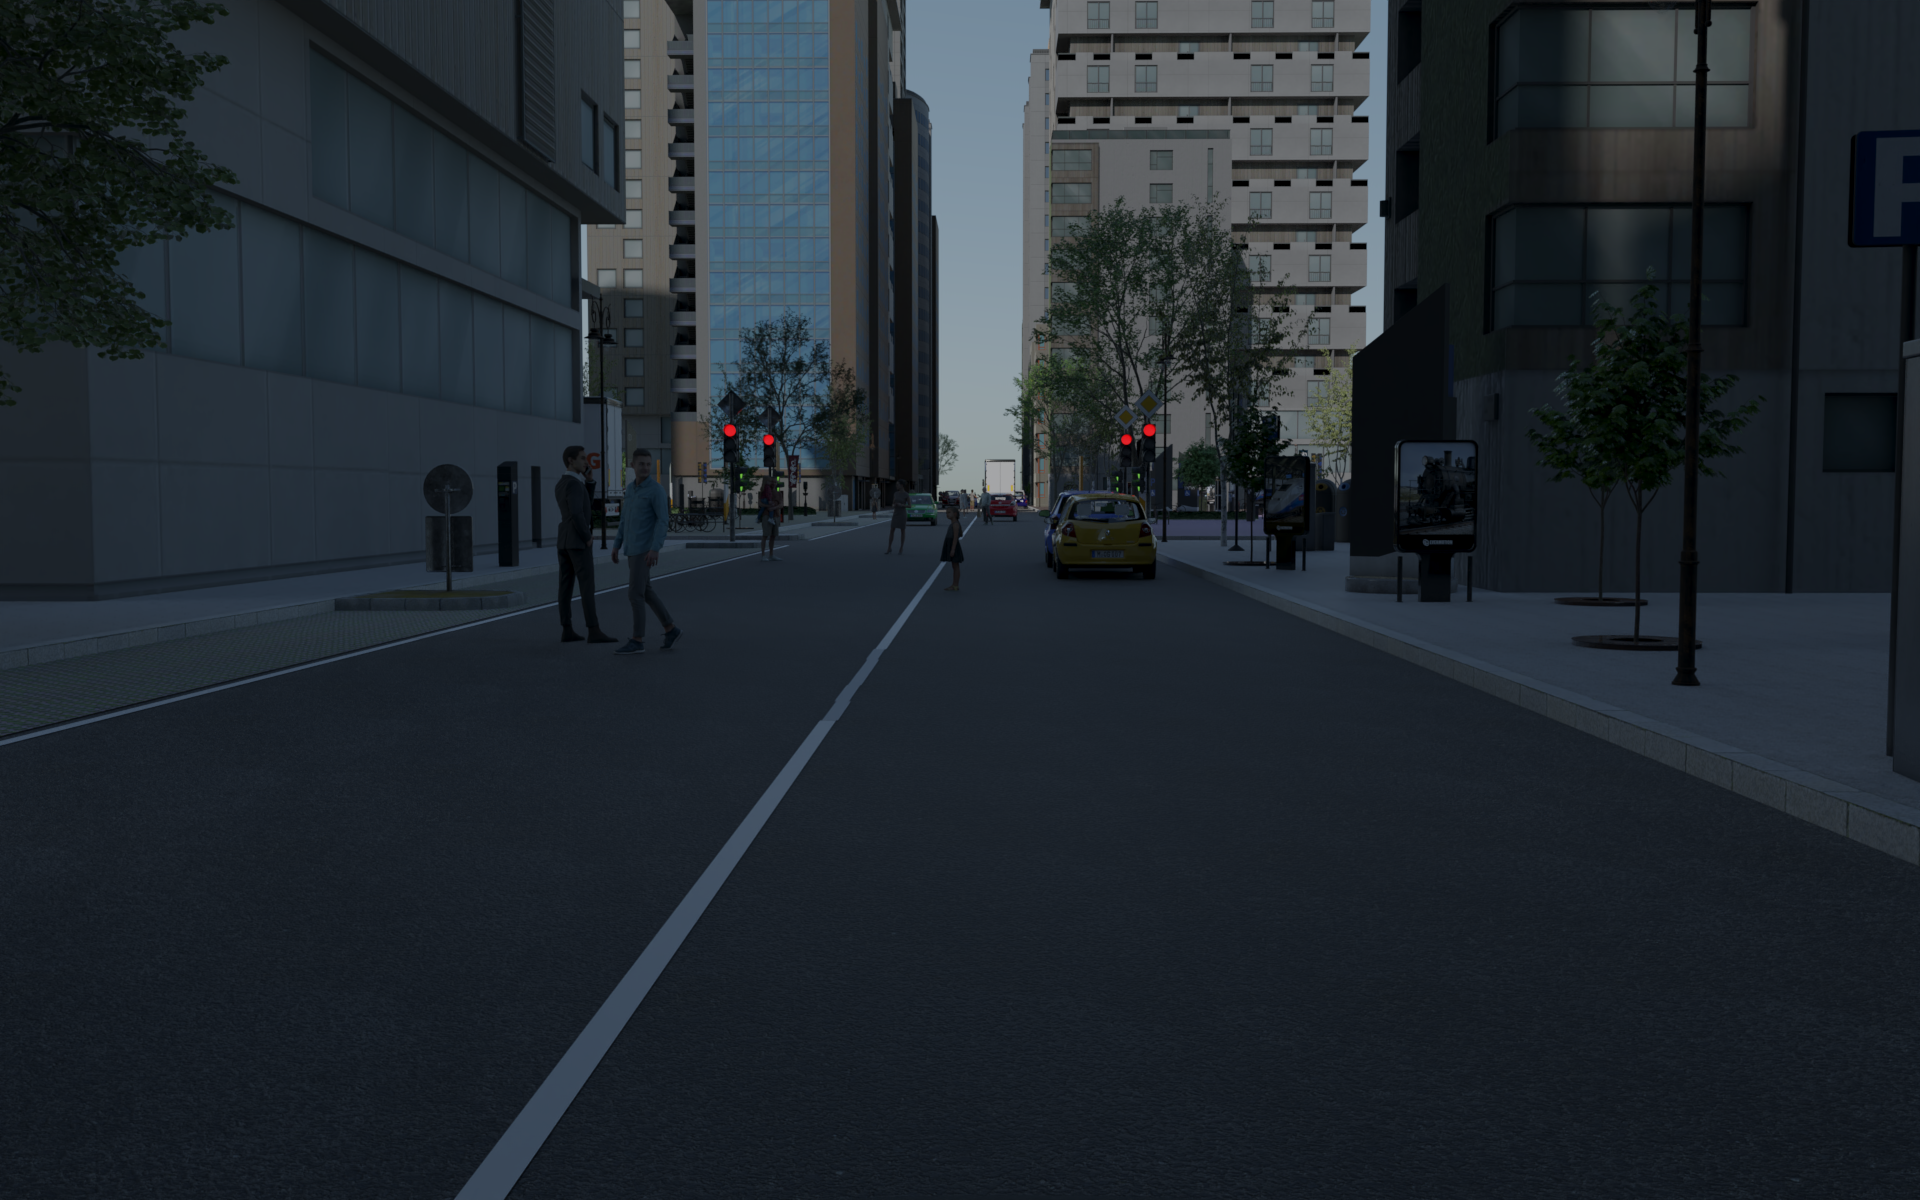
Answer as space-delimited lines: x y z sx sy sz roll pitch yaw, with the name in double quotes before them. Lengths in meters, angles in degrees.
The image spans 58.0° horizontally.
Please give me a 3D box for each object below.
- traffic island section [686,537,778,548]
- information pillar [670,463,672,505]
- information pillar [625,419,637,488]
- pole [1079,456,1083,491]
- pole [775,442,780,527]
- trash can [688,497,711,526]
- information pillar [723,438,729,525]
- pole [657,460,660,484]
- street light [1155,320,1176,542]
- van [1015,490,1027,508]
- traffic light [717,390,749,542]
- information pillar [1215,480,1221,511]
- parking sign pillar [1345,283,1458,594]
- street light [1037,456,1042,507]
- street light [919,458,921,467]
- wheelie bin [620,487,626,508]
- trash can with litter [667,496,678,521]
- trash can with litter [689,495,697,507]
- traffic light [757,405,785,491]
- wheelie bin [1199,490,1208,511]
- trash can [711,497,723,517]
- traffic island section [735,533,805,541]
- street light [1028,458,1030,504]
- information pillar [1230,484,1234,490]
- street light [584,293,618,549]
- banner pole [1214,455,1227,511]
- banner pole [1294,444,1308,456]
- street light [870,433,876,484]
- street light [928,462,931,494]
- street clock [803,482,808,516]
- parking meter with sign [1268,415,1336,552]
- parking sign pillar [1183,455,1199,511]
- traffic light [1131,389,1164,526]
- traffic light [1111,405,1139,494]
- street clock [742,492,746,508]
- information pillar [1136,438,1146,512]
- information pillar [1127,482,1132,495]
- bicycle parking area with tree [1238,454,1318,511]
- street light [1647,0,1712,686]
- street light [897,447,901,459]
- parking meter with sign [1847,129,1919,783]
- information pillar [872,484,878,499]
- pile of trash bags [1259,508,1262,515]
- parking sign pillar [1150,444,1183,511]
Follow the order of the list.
"traffic island section" -6.166 -1.499 46.788 2.009 0.180 2.903 0 4 1
"information pillar" -21.613 -8.451 129.532 0.183 3.616 0.504 -1 4 -19
"information pillar" -10.352 -3.861 54.478 0.183 3.616 0.504 2 4 27
"pole" 6.497 -6.060 92.916 0.158 3.312 0.155 0 3 0
"pole" -7.184 -4.542 68.111 0.158 3.312 0.155 0 3 0
"trash can" -10.436 -3.491 68.739 0.748 1.137 0.748 0 3 0
"information pillar" -9.843 -4.985 72.860 0.183 3.616 0.504 0 4 8
"pole" -17.917 -6.679 103.052 0.158 3.312 0.155 0 3 0
"street light" 5.459 -4.483 46.085 0.468 5.910 1.993 0 4 1
"van" 5.762 -10.203 173.824 2.013 2.044 4.112 0 4 1
"traffic light" -6.126 -3.531 46.653 0.839 4.253 0.868 0 4 1
"information pillar" 13.367 -5.187 89.302 0.304 2.012 0.304 -1 4 -12
"parking sign pillar" 5.818 -2.096 22.738 1.447 3.967 1.447 3 5 40
"street light" 7.921 -12.178 171.905 0.468 5.910 1.993 0 4 1
"street light" -4.973 -14.789 214.592 0.468 5.910 1.993 0 4 1
"wheelie bin" -14.203 -4.088 74.742 0.980 1.594 0.693 3 4 38
"trash can with litter" -13.670 -4.246 80.481 1.678 1.210 2.233 0 4 -7
"trash can with litter" -17.838 -6.570 118.477 2.233 1.210 1.678 -1 4 -12
"traffic light" -5.974 -4.019 54.637 0.839 4.253 0.868 0 4 1
"wheelie bin" 17.828 -7.285 127.013 0.980 1.594 0.693 -2 4 -32
"trash can" -13.557 -5.124 95.434 0.748 1.137 0.748 0 3 0
"traffic island section" -6.014 -1.987 54.772 2.009 0.180 2.903 0 4 1
"street light" 8.865 -15.192 221.182 0.468 5.910 1.993 0 4 1
"information pillar" 16.159 -6.815 102.782 0.183 3.616 0.504 -1 4 -12
"street light" -8.269 -4.114 40.051 0.468 5.910 1.993 0 4 1
"banner pole" 14.989 -6.735 100.133 0.863 3.779 0.401 0 4 -1
"banner pole" 16.940 -5.892 86.345 0.863 3.779 0.401 0 4 -3
"street light" -6.641 -9.733 131.916 0.468 5.910 1.993 0 4 1
"street light" -4.384 -16.860 248.445 0.468 5.910 1.993 0 4 1
"street clock" -8.931 -5.844 100.112 0.358 2.002 0.471 0 4 0
"parking meter with sign" 7.637 -2.609 38.911 1.738 3.016 0.543 -2 4 -28
"parking sign pillar" 14.343 -7.362 108.840 1.447 3.967 1.447 1 4 22
"traffic light" 5.034 -3.519 46.458 0.839 4.253 0.868 0 4 1
"traffic light" 5.185 -4.007 54.441 0.839 4.253 0.868 0 4 1
"street clock" -16.207 -7.670 129.970 0.358 2.002 0.471 -1 4 -11
"information pillar" 6.788 -4.459 64.256 0.504 3.616 0.183 0 4 3
"information pillar" 10.428 -6.234 106.414 0.304 2.012 0.304 1 4 17
"bicycle parking area with tree" 23.232 -8.449 125.135 8.231 4.147 9.016 1 4 16
"street light" 4.881 -2.366 11.468 0.468 5.910 1.993 0 4 1
"street light" -5.866 -11.835 166.285 0.468 5.910 1.993 0 4 1
"parking meter with sign" 4.441 -0.692 7.579 0.543 3.016 1.738 1 4 9
"information pillar" -6.283 -7.550 127.928 0.304 2.012 0.304 -2 4 -32
"pile of trash bags" 19.106 -5.826 105.004 3.447 1.369 1.912 1 4 13
"parking sign pillar" 10.799 -6.386 92.876 1.447 3.967 1.447 -3 4 -39
